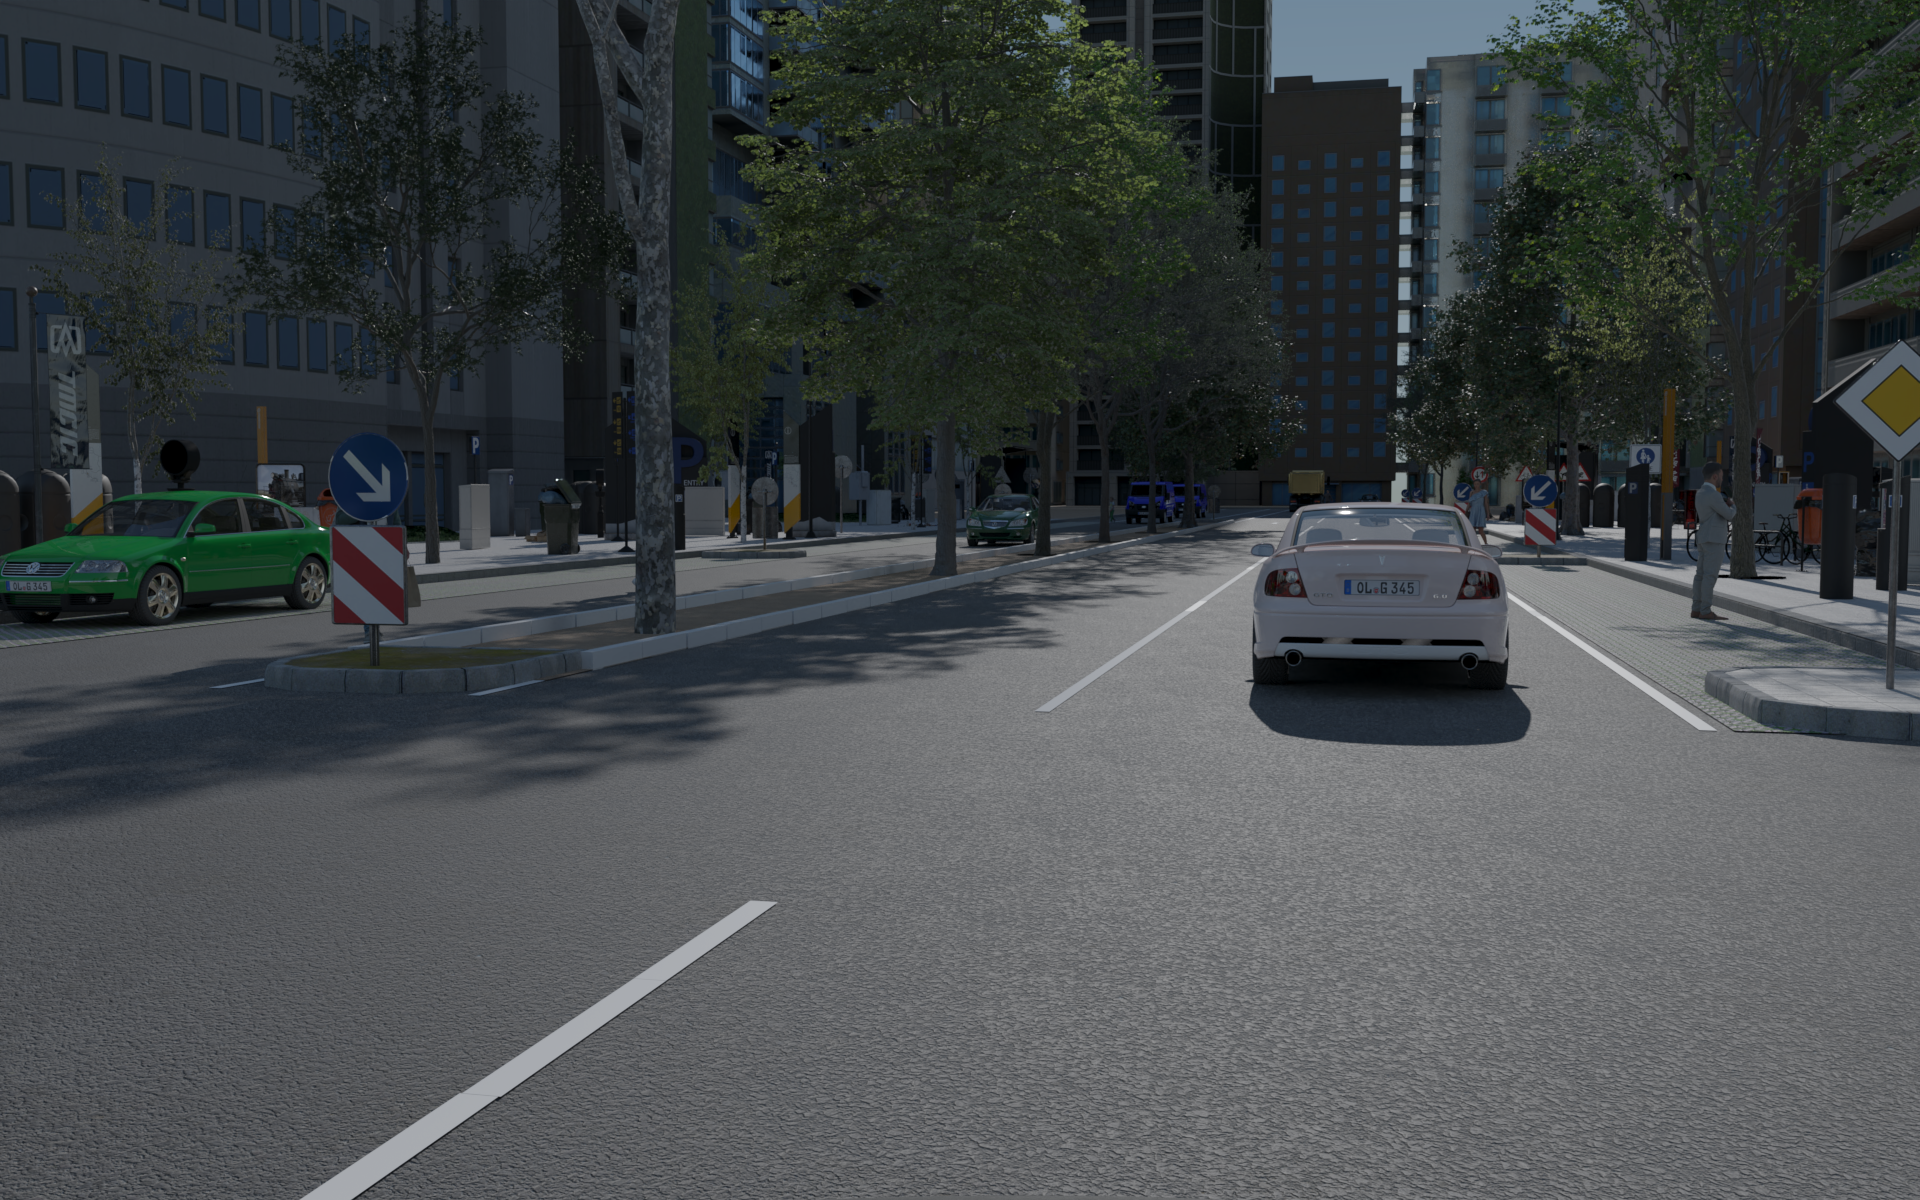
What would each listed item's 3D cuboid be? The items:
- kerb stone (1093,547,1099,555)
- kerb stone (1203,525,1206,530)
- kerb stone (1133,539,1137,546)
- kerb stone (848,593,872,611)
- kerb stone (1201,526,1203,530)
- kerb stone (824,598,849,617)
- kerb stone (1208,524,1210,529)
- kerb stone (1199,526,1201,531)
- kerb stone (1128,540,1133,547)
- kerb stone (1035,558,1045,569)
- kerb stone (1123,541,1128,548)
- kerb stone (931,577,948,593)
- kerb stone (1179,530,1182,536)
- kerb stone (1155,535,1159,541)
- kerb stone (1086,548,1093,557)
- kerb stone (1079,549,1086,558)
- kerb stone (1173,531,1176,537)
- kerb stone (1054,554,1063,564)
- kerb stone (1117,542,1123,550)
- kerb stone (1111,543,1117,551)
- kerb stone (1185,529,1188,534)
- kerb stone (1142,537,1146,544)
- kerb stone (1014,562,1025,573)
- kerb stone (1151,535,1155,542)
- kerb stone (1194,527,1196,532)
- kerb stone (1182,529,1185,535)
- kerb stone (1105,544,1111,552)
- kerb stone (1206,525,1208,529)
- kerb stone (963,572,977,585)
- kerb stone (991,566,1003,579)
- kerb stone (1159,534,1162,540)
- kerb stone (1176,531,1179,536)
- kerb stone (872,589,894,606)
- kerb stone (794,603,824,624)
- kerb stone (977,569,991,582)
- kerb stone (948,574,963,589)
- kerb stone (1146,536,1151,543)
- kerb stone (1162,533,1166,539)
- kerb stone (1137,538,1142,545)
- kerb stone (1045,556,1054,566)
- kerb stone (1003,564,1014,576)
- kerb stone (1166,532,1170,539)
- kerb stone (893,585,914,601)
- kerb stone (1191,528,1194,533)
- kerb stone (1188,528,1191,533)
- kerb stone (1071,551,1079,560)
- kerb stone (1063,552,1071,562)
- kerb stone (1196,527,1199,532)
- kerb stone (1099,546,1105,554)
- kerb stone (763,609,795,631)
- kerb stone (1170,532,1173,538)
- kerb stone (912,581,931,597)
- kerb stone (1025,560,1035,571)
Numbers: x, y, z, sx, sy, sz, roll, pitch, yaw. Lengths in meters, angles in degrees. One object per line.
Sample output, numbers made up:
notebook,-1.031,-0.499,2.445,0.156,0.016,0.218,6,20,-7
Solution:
kerb stone,3.065,-1.122,40.547,0.120,0.150,1.000,1,4,13
kerb stone,9.518,-2.832,68.496,0.120,0.150,1.000,1,4,13
kerb stone,4.677,-1.549,47.526,0.120,0.150,1.000,1,4,13
kerb stone,-1.316,0.040,21.546,0.120,0.150,1.000,1,4,13
kerb stone,9.286,-2.770,67.499,0.120,0.150,1.000,1,4,13
kerb stone,-1.543,0.102,20.550,0.120,0.150,1.000,1,4,13
kerb stone,9.980,-2.951,70.493,0.120,0.150,1.000,1,4,13
kerb stone,9.051,-2.710,66.504,0.120,0.150,1.000,1,4,13
kerb stone,4.447,-1.488,46.529,0.120,0.150,1.000,1,4,13
kerb stone,1.449,-0.692,33.547,0.120,0.150,1.000,1,4,13
kerb stone,4.213,-1.427,45.534,0.120,0.150,1.000,1,4,13
kerb stone,-0.395,-0.204,25.531,0.120,0.150,1.000,1,4,13
kerb stone,7.446,-2.282,59.501,0.120,0.150,1.000,1,4,13
kerb stone,5.834,-1.852,52.520,0.120,0.150,1.000,1,4,13
kerb stone,2.841,-1.061,39.547,0.120,0.150,1.000,1,4,13
kerb stone,2.603,-1.000,38.552,0.120,0.150,1.000,1,4,13
kerb stone,6.983,-2.160,57.510,0.120,0.150,1.000,1,4,13
kerb stone,1.918,-0.815,35.540,0.120,0.150,1.000,1,4,13
kerb stone,3.991,-1.365,44.535,0.120,0.150,1.000,1,4,13
kerb stone,3.760,-1.304,43.535,0.120,0.150,1.000,1,4,13
kerb stone,7.897,-2.400,61.502,0.120,0.150,1.000,1,4,13
kerb stone,5.133,-1.672,49.529,0.120,0.150,1.000,1,4,13
kerb stone,0.984,-0.572,31.542,0.120,0.150,1.000,1,4,13
kerb stone,5.606,-1.794,51.523,0.120,0.150,1.000,1,4,13
kerb stone,8.598,-2.588,64.510,0.120,0.150,1.000,1,4,13
kerb stone,7.675,-2.335,60.499,0.120,0.150,1.000,1,4,13
kerb stone,3.522,-1.244,42.541,0.120,0.150,1.000,1,4,13
kerb stone,9.749,-2.888,69.492,0.120,0.150,1.000,1,4,13
kerb stone,0.064,-0.327,27.541,0.120,0.150,1.000,1,4,13
kerb stone,0.528,-0.446,29.542,0.120,0.150,1.000,1,4,13
kerb stone,6.058,-1.916,53.518,0.120,0.150,1.000,1,4,13
kerb stone,7.213,-2.221,58.506,0.120,0.150,1.000,1,4,13
kerb stone,-1.084,-0.020,22.542,0.120,0.150,1.000,1,4,13
kerb stone,-1.773,0.162,19.546,0.120,0.150,1.000,1,4,13
kerb stone,0.301,-0.388,28.536,0.120,0.150,1.000,1,4,13
kerb stone,-0.164,-0.265,26.536,0.120,0.150,1.000,1,4,13
kerb stone,5.371,-1.727,50.529,0.120,0.150,1.000,1,4,13
kerb stone,6.292,-1.974,54.519,0.120,0.150,1.000,1,4,13
kerb stone,4.908,-1.610,48.526,0.120,0.150,1.000,1,4,13
kerb stone,1.680,-0.755,34.542,0.120,0.150,1.000,1,4,13
kerb stone,0.756,-0.510,30.538,0.120,0.150,1.000,1,4,13
kerb stone,6.525,-2.038,55.514,0.120,0.150,1.000,1,4,13
kerb stone,-0.850,-0.082,23.537,0.120,0.150,1.000,1,4,13
kerb stone,8.368,-2.527,63.508,0.120,0.150,1.000,1,4,13
kerb stone,8.133,-2.465,62.505,0.120,0.150,1.000,1,4,13
kerb stone,2.379,-0.939,37.552,0.120,0.150,1.000,1,4,13
kerb stone,2.143,-0.878,36.558,0.120,0.150,1.000,1,4,13
kerb stone,8.829,-2.645,65.507,0.120,0.150,1.000,1,4,13
kerb stone,3.290,-1.183,41.545,0.120,0.150,1.000,1,4,13
kerb stone,-2.013,0.223,18.549,0.120,0.150,1.000,1,4,13
kerb stone,6.753,-2.097,56.514,0.120,0.150,1.000,1,4,13
kerb stone,-0.625,-0.143,24.534,0.120,0.150,1.000,1,4,13
kerb stone,1.217,-0.633,32.538,0.120,0.150,1.000,1,4,13
